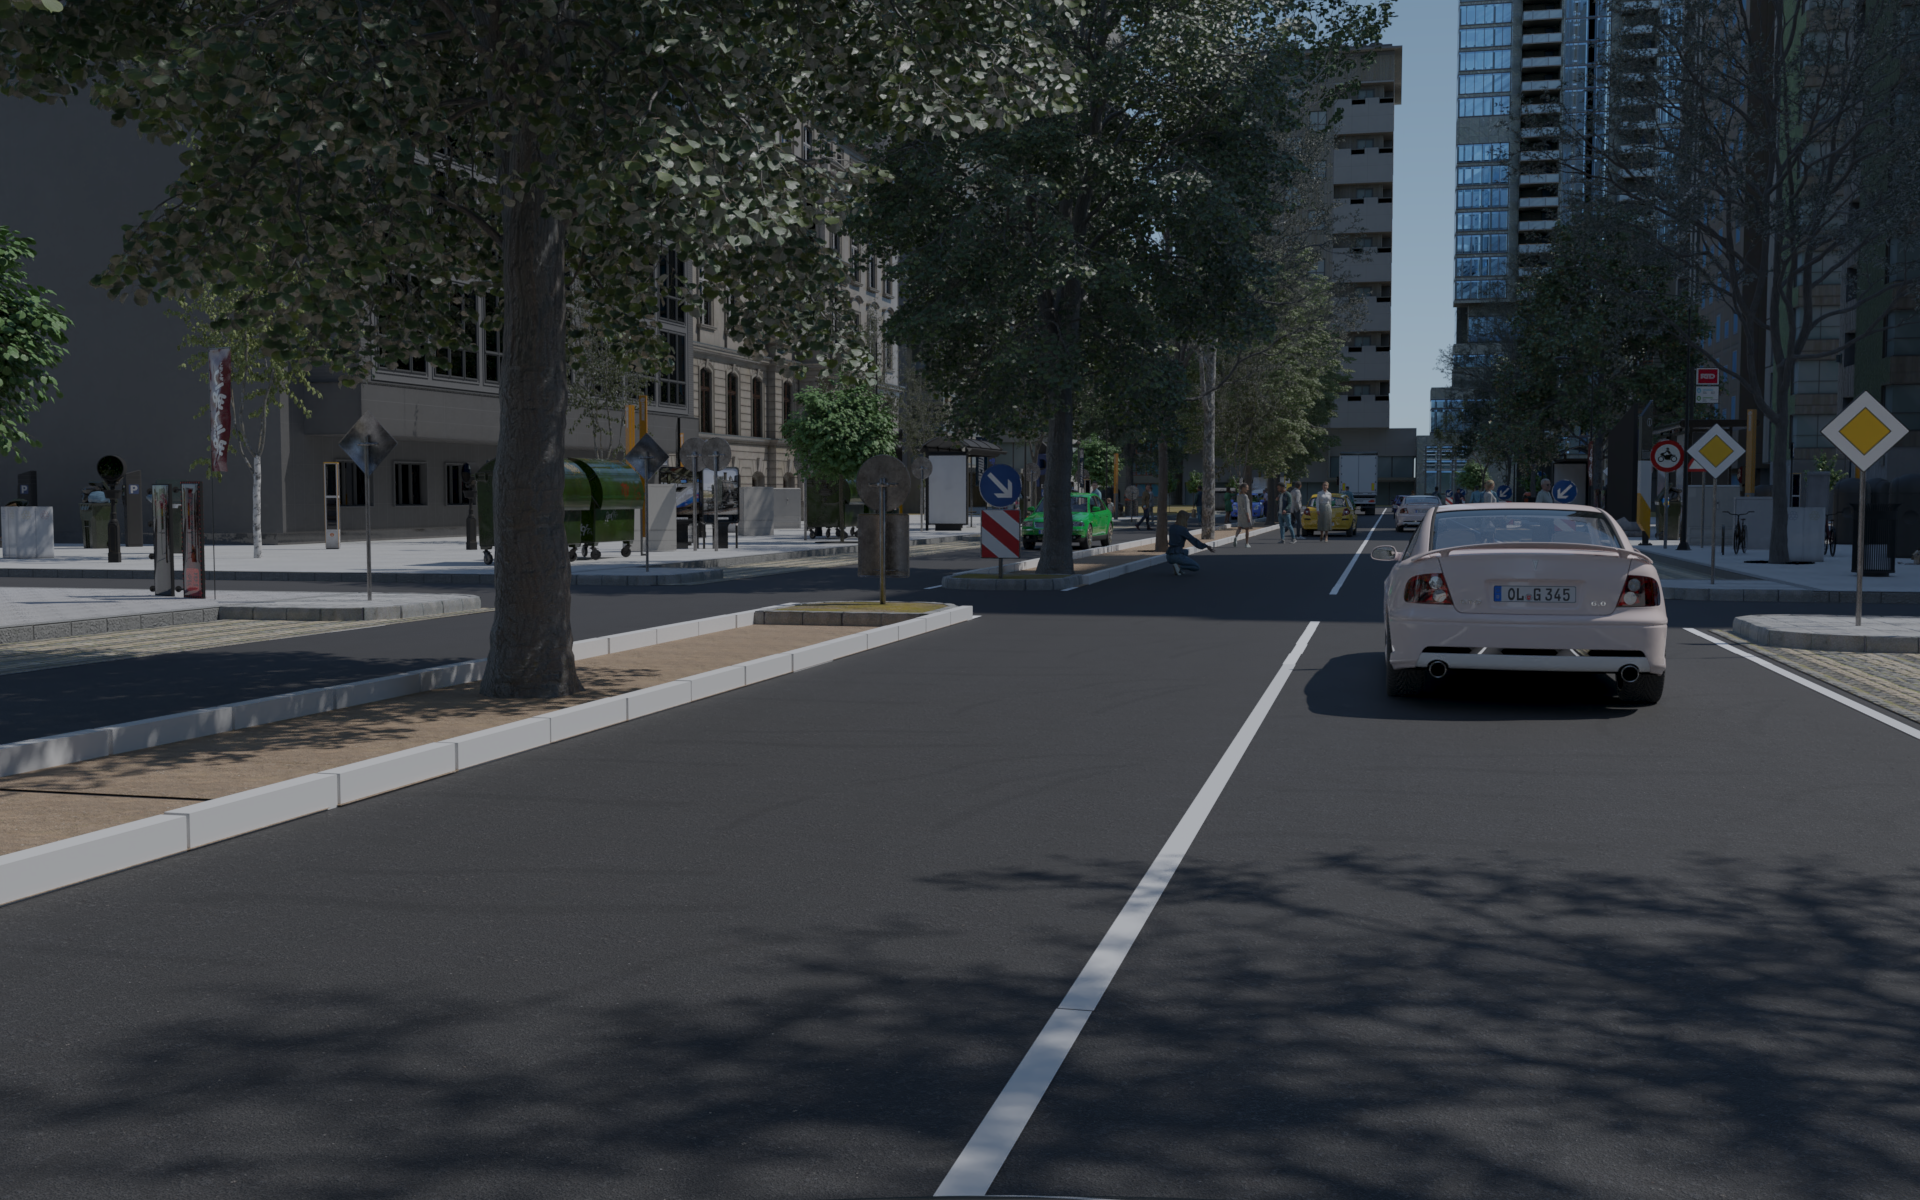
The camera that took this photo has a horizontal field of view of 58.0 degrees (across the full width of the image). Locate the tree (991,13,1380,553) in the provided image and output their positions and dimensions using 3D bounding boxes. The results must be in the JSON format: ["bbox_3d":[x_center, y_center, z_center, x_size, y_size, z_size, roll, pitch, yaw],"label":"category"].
[{"bbox_3d":[4.964,-7.905,42.069,12.009,13.543,11.850,0,3,0],"label":"tree"}]

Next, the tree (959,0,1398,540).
[{"bbox_3d":[6.807,-12.017,54.831,12.611,20.169,13.585,0,3,0],"label":"tree"}]

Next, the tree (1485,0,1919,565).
[{"bbox_3d":[14.937,-7.405,31.442,12.009,13.543,11.850,0,3,0],"label":"tree"}]

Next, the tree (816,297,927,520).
[{"bbox_3d":[-3.758,-7.037,65.412,4.360,8.622,3.978,0,3,0],"label":"tree"}]

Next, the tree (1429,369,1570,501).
[{"bbox_3d":[33.161,-10.371,103.986,7.601,10.594,8.767,2,4,33],"label":"tree"}]

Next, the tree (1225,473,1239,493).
[{"bbox_3d":[25.345,-10.136,160.328,1.663,3.219,1.824,0,3,0],"label":"tree"}]

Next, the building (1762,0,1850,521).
[{"bbox_3d":[47.570,-24.557,85.094,14.154,41.232,14.086,1,4,14],"label":"building"}]

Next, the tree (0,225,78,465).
[{"bbox_3d":[-10.588,-2.052,17.258,4.285,4.588,4.351,0,3,0],"label":"tree"}]

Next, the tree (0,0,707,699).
[{"bbox_3d":[-3.067,-6.297,12.064,9.857,13.997,8.962,0,3,0],"label":"tree"}]

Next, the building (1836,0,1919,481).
[{"bbox_3d":[39.988,-17.817,63.017,14.160,30.474,14.107,1,4,14],"label":"building"}]

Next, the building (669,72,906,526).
[{"bbox_3d":[-12.577,-16.195,83.867,14.460,24.649,34.723,1,4,14],"label":"building"}]

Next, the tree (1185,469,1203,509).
[{"bbox_3d":[17.214,-8.150,127.846,1.663,3.219,1.824,0,3,0],"label":"tree"}]

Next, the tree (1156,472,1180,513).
[{"bbox_3d":[14.263,-7.613,119.066,1.663,3.219,1.824,0,3,0],"label":"tree"}]

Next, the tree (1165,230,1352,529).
[{"bbox_3d":[11.691,-9.169,70.499,7.486,12.596,7.792,0,3,0],"label":"tree"}]

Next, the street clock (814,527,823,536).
[{"bbox_3d":[-4.297,-2.933,52.529,0.358,2.002,0.471,-2,4,-30],"label":"street clock"}]

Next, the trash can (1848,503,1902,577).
[{"bbox_3d":[14.238,-0.937,26.978,0.748,1.137,0.748,0,3,0],"label":"trash can"}]

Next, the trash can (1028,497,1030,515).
[{"bbox_3d":[3.806,-5.070,94.544,0.748,1.137,0.748,0,3,0],"label":"trash can"}]

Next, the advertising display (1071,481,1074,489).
[{"bbox_3d":[5.312,-5.066,88.048,0.974,1.923,0.123,1,4,12],"label":"advertising display"}]

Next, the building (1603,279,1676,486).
[{"bbox_3d":[67.680,-18.036,139.930,27.650,21.520,28.899,1,4,14],"label":"building"}]

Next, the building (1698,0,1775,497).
[{"bbox_3d":[51.089,-27.457,99.034,14.600,45.320,14.200,1,4,14],"label":"building"}]

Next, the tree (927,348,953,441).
[{"bbox_3d":[-1.898,-8.178,84.078,4.360,8.622,3.978,0,3,0],"label":"tree"}]

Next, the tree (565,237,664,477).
[{"bbox_3d":[-9.605,-5.862,46.214,4.360,8.622,3.978,0,3,0],"label":"tree"}]

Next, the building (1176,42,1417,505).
[{"bbox_3d":[40.237,-37.717,205.904,27.495,52.752,28.713,1,4,14],"label":"building"}]

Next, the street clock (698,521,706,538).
[{"bbox_3d":[-7.581,-2.828,50.808,0.471,2.002,0.358,3,5,42],"label":"street clock"}]

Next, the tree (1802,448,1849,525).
[{"bbox_3d":[36.408,-4.810,73.250,1.663,3.219,1.824,0,3,0],"label":"tree"}]

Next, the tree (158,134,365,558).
[{"bbox_3d":[-14.064,-5.158,34.696,4.737,8.622,4.395,0,3,0],"label":"tree"}]

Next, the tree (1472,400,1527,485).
[{"bbox_3d":[36.579,-10.160,116.477,4.360,8.622,3.978,0,3,0],"label":"tree"}]

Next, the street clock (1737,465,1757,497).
[{"bbox_3d":[19.880,-2.400,43.804,0.358,2.002,0.471,-1,4,-15],"label":"street clock"}]

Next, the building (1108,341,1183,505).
[{"bbox_3d":[12.796,-22.526,213.342,28.899,21.520,27.650,1,4,14],"label":"building"}]

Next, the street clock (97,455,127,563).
[{"bbox_3d":[-15.816,-1.699,32.349,0.471,2.002,0.358,-1,4,-10],"label":"street clock"}]

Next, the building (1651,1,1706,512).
[{"bbox_3d":[58.296,-41.409,115.289,20.563,71.187,20.611,1,4,14],"label":"building"}]

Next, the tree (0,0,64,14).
[{"bbox_3d":[-4.928,-5.074,3.547,7.486,12.596,7.792,0,3,0],"label":"tree"}]

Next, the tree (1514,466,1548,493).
[{"bbox_3d":[30.849,-6.026,93.131,1.663,3.219,1.824,0,3,0],"label":"tree"}]

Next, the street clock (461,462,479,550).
[{"bbox_3d":[-11.216,-2.150,39.722,0.471,2.002,0.358,3,5,44],"label":"street clock"}]

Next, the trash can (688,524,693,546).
[{"bbox_3d":[-6.909,-1.924,43.105,0.748,1.137,0.748,0,3,0],"label":"trash can"}]

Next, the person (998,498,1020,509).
[{"bbox_3d":[1.162,-1.977,41.659,0.563,1.720,0.643,-1,4,-15],"label":"person"}]

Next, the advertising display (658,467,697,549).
[{"bbox_3d":[-6.577,-2.167,40.645,0.974,1.923,0.123,-1,4,-22],"label":"advertising display"}]

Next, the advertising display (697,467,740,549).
[{"bbox_3d":[-5.630,-2.166,40.628,0.974,1.923,0.123,-2,4,-34],"label":"advertising display"}]

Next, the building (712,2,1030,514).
[{"bbox_3d":[-11.705,-26.164,119.655,32.217,40.220,23.993,1,4,14],"label":"building"}]

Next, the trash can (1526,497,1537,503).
[{"bbox_3d":[26.410,-4.156,79.596,0.748,1.137,0.748,0,3,0],"label":"trash can"}]

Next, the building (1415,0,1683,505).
[{"bbox_3d":[67.770,-53.931,194.445,31.000,86.520,22.319,1,4,14],"label":"building"}]

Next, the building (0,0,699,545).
[{"bbox_3d":[-19.322,-16.008,55.239,14.314,27.812,24.014,1,4,14],"label":"building"}]

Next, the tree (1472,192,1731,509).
[{"bbox_3d":[24.506,-9.113,66.010,9.611,12.733,9.660,0,3,0],"label":"tree"}]

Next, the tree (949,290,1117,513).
[{"bbox_3d":[3.011,-8.568,74.507,8.767,10.594,7.601,2,4,28],"label":"tree"}]

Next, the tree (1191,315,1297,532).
[{"bbox_3d":[10.472,-6.836,64.589,4.360,8.622,3.978,0,3,0],"label":"tree"}]

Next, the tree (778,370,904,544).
[{"bbox_3d":[-3.112,-3.775,45.438,4.285,4.588,4.351,0,3,0],"label":"tree"}]

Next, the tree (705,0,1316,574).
[{"bbox_3d":[1.696,-7.405,30.190,9.857,13.997,8.962,0,3,0],"label":"tree"}]

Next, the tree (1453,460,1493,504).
[{"bbox_3d":[46.546,-10.588,156.823,4.285,4.588,4.351,0,3,0],"label":"tree"}]

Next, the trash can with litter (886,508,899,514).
[{"bbox_3d":[-2.437,-2.630,54.384,1.055,1.170,0.624,1,4,15],"label":"trash can with litter"}]

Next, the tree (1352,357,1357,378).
[{"bbox_3d":[14.301,-9.742,79.872,7.486,12.596,7.792,0,3,0],"label":"tree"}]

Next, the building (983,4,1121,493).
[{"bbox_3d":[-0.436,-34.688,156.393,27.495,52.752,28.713,1,4,14],"label":"building"}]

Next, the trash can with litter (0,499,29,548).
[{"bbox_3d":[-22.754,-1.839,41.453,1.055,1.170,0.624,2,4,34],"label":"trash can with litter"}]

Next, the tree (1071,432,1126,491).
[{"bbox_3d":[7.070,-6.519,90.298,4.285,4.588,4.351,0,3,0],"label":"tree"}]
